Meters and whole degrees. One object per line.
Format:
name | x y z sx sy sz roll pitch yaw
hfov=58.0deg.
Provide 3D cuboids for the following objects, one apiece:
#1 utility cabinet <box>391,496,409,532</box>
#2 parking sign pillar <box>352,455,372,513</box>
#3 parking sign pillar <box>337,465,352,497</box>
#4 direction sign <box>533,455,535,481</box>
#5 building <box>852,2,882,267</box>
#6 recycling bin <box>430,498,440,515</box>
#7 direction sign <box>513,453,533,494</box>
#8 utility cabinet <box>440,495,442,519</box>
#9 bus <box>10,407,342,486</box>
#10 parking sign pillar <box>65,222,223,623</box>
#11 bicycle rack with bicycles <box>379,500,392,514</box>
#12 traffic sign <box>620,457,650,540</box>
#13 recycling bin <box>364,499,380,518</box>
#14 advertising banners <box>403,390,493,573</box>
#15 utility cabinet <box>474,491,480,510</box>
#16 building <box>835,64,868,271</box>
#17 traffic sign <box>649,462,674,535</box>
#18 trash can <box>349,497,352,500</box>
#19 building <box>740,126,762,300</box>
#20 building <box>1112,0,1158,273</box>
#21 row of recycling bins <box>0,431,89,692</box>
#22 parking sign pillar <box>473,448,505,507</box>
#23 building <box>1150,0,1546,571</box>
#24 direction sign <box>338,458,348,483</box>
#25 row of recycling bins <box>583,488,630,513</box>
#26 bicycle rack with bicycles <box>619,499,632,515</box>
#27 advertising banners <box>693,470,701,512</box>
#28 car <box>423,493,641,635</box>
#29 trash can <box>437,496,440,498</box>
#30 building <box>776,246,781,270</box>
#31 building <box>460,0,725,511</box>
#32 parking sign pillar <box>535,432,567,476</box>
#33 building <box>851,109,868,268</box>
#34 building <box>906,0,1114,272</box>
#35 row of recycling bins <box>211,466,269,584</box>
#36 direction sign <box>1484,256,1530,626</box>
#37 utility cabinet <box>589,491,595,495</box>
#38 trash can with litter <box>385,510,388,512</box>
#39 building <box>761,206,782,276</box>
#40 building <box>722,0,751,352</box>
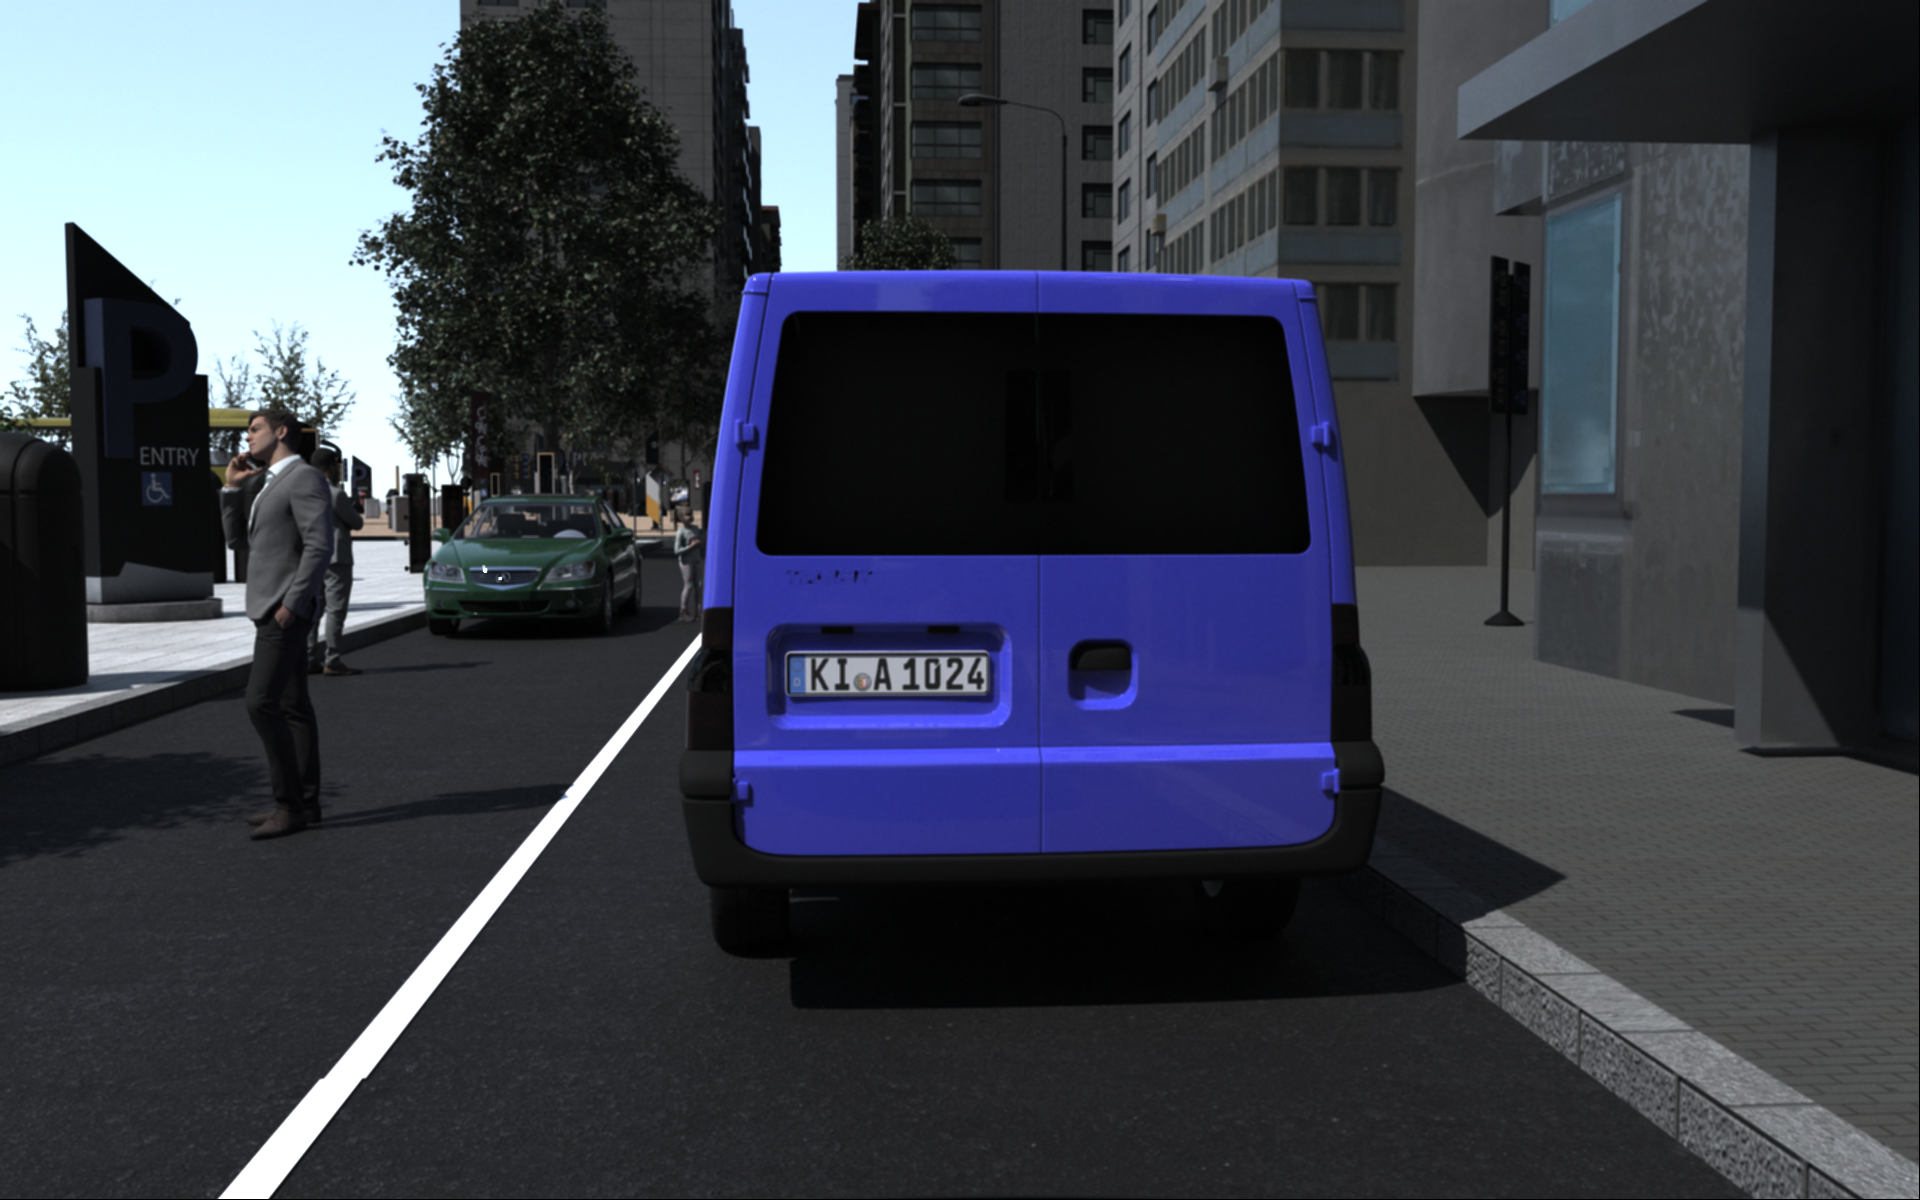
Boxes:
utility cabinet | -18.655 -2.896 58.508 0.306 1.237 1.020 3 5 43
parking sign pillar | -41.045 -7.969 118.764 1.447 3.967 1.447 0 4 4
parking sign pillar | -38.611 -7.231 106.692 1.447 3.967 1.447 0 4 -6
direction sign | -25.071 -6.692 101.412 0.876 3.537 0.379 2 4 25
building | 1.582 -30.661 155.926 22.147 44.769 28.867 0 4 -5
recycling bin | -31.896 -5.666 105.188 0.722 1.027 0.722 0 4 6
direction sign | -24.358 -6.366 96.086 0.876 3.537 0.379 0 4 -1
utility cabinet | -26.295 -4.786 89.408 1.020 1.237 0.306 -2 4 -24
bus | -24.310 -3.544 49.498 12.252 3.916 2.896 0 4 -4
parking sign pillar | -8.394 -1.792 17.774 1.447 3.967 1.447 2 4 30
bicycle rack with bicycles | -33.422 -5.398 101.633 2.852 0.926 2.925 -1 4 -22
traffic sign | -8.726 -2.620 46.486 0.795 2.450 0.064 0 4 -5
recycling bin | -31.144 -4.842 91.717 0.722 1.027 0.722 -1 4 -22
advertising banners | -8.463 -1.994 28.794 0.090 3.025 2.074 2 4 27
utility cabinet | -29.791 -6.082 108.112 1.173 1.500 0.318 2 4 28
building | -6.962 -43.018 245.338 21.231 58.520 28.212 0 4 -5
traffic sign | -9.377 -3.107 54.445 0.795 2.450 0.064 0 4 -5
trash can | -30.931 -4.614 87.093 0.748 1.137 0.748 0 3 0
building | -28.565 -30.761 186.530 14.154 41.232 14.086 0 4 -5
building | 3.283 -41.202 111.904 20.563 71.187 20.611 0 4 -5
row of recycling bins | -7.005 -0.199 10.366 1.069 1.692 3.534 2 4 33
parking sign pillar | -21.224 -5.512 78.599 1.447 3.967 1.447 1 4 21
building | 17.373 -21.030 35.728 32.217 40.220 23.993 0 4 -5
direction sign | -39.097 -7.199 109.705 0.876 3.537 0.379 2 4 26
row of recycling bins | -24.265 -6.841 118.958 3.534 1.692 1.069 1 4 17
bicycle rack with bicycles | -24.036 -6.793 124.448 2.925 0.926 2.852 -1 4 -12
advertising banners | -18.286 -7.902 125.381 2.074 3.025 0.090 0 4 1
car | -4.629 -0.455 19.229 2.131 1.459 4.920 0 4 -4
trash can | -36.370 -6.731 121.702 0.748 1.137 0.748 0 3 0
building | -35.720 -36.258 276.408 14.154 41.232 14.086 0 4 -5
building | -27.126 -42.756 137.312 20.563 71.187 20.611 0 4 -5
parking sign pillar | -17.648 -5.284 74.859 1.447 3.967 1.447 -1 4 -16
building | -5.405 -33.520 198.158 14.600 45.320 14.200 0 4 -5
building | 4.303 -19.065 83.418 14.160 30.474 14.107 0 4 -5
row of recycling bins | -11.419 -1.076 24.705 3.534 1.692 1.069 -1 4 -21
direction sign | 5.335 -1.522 16.875 0.379 3.537 0.876 3 5 40
utility cabinet | -22.809 -6.033 107.322 0.318 1.500 1.173 0 4 -8
trash can with litter | -38.897 -6.570 118.804 0.624 1.170 1.055 3 4 38
building | -37.329 -36.700 254.662 22.147 44.769 28.867 0 4 -5
building | -31.171 -33.258 163.378 23.786 49.044 30.456 0 4 -5
